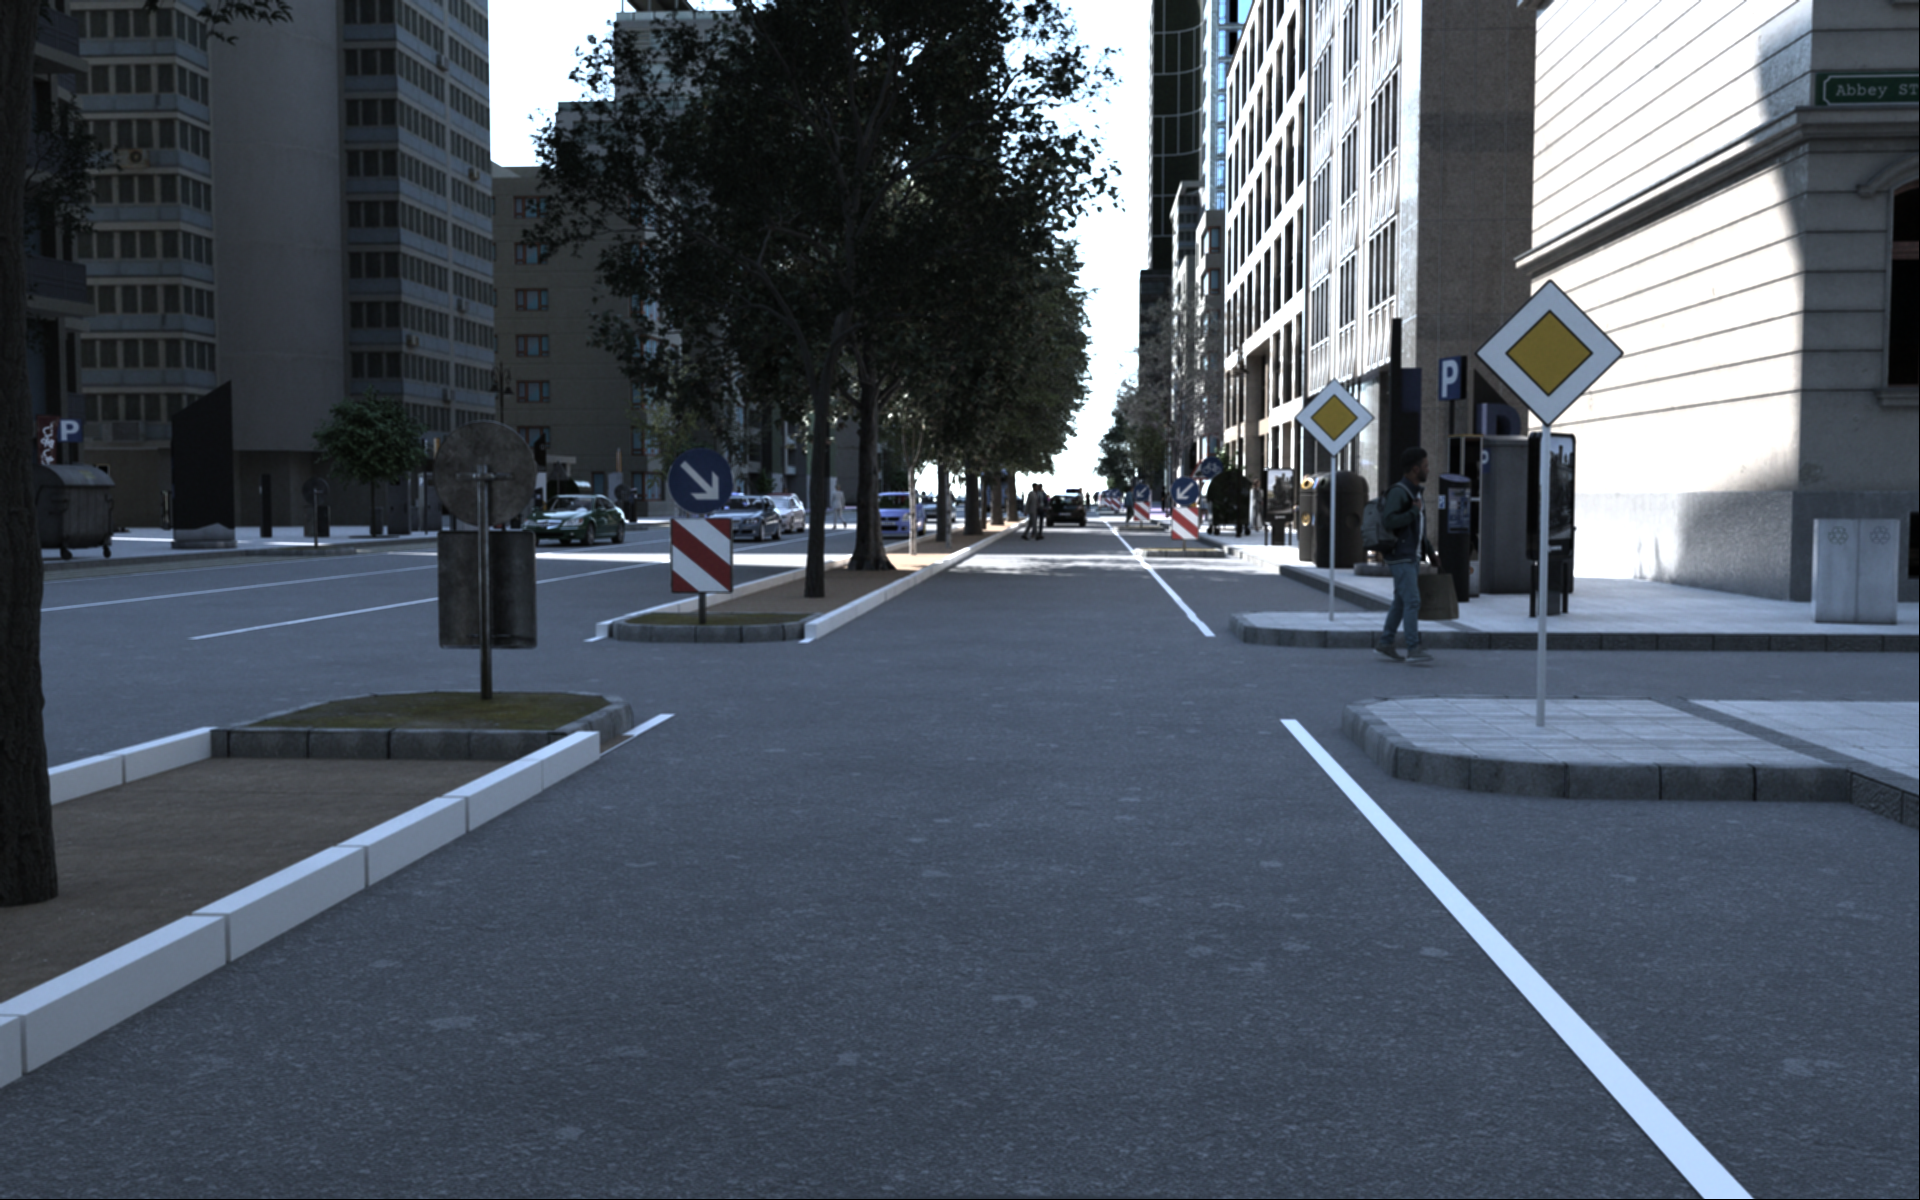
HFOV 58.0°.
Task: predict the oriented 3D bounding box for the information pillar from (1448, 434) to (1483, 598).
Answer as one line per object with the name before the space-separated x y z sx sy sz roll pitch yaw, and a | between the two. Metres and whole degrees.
information pillar | 6.259 -1.040 21.503 0.304 2.012 0.304 -1 4 -19

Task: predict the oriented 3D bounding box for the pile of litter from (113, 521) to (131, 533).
pile of litter | -28.468 -2.668 57.594 1.719 0.858 1.176 1 4 19

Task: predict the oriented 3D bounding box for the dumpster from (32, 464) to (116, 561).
dumpster | -17.681 -1.731 34.066 1.264 1.857 1.865 0 4 4

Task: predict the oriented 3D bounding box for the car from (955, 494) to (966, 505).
car | 0.412 -12.782 220.782 2.131 1.459 4.920 0 4 2

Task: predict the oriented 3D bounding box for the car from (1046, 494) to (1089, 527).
car | 4.759 -4.139 77.460 2.009 1.686 4.222 0 4 5

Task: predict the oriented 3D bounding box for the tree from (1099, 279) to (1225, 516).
tree | 12.421 -11.551 99.226 12.009 13.543 11.850 0 3 0

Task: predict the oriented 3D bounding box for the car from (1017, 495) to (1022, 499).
car | 5.593 -10.360 181.749 2.083 1.381 4.827 0 4 3

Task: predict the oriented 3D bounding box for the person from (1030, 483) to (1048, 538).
person | 2.581 -2.952 56.947 0.721 1.800 0.419 -1 4 -21

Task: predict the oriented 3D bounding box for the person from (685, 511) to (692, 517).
person | -8.422 -2.468 53.540 0.332 1.250 0.352 -3 5 -44

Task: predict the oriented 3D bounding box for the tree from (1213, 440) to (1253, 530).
tree | 9.351 -4.093 61.528 1.663 3.219 1.824 0 3 0

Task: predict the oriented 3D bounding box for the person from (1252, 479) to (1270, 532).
person | 10.308 -3.241 59.309 0.573 1.790 0.520 2 4 24

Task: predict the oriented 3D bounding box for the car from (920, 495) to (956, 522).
car | -1.223 -4.712 89.037 2.014 1.417 4.499 0 4 6

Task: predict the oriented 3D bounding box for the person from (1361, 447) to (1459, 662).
person | 3.818 -0.377 14.646 0.794 1.824 0.713 -3 5 -41

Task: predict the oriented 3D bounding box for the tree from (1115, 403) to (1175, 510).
tree | 14.989 -11.487 138.170 4.360 8.622 3.978 0 3 0

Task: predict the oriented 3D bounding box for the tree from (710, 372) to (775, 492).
tree | -13.223 -9.269 101.908 4.360 8.622 3.978 0 3 0

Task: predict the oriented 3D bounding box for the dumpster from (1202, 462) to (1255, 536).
dumpster | 8.412 -3.170 54.324 1.502 2.255 1.985 0 4 4

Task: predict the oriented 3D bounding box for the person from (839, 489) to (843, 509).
person | -10.261 -8.691 148.584 0.568 1.767 0.683 1 4 17

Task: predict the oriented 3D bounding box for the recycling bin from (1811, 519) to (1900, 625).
recycling bin | 8.980 -0.296 17.388 0.722 1.027 0.722 1 4 23

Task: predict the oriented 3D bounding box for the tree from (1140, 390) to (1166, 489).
tree | 18.275 -16.234 182.438 9.611 12.733 9.660 0 3 0

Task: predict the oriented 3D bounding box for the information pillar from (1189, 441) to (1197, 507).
information pillar | 10.249 -5.181 76.069 0.183 3.616 0.504 -2 4 -24

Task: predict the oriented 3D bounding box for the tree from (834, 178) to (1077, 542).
tree | -0.439 -7.988 51.192 7.486 12.596 7.792 0 3 0

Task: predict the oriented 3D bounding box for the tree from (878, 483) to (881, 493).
tree | -8.484 -10.781 170.874 1.663 3.219 1.824 0 3 0

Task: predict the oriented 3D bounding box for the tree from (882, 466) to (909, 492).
tree | -7.046 -12.734 191.922 4.285 4.588 4.351 0 3 0

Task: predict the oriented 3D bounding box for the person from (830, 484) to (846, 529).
person | -4.935 -3.791 70.358 0.514 1.842 0.818 -3 5 -42

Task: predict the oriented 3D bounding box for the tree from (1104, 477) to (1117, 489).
tree | 22.057 -16.004 245.376 4.285 4.588 4.351 0 3 0

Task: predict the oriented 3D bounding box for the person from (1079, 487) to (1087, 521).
person | 6.010 -4.688 85.503 0.624 1.780 0.694 0 4 5

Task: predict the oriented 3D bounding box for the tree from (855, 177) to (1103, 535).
tree | 0.464 -9.220 59.862 9.857 13.997 8.962 0 3 0

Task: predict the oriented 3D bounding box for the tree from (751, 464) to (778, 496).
tree | -12.805 -7.254 113.205 1.663 3.219 1.824 0 3 0

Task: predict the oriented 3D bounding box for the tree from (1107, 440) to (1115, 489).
tree | 15.852 -12.893 161.154 4.360 8.622 3.978 0 3 0

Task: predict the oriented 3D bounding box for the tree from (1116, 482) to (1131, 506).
tree | 19.192 -12.921 205.851 1.663 3.219 1.824 0 3 0

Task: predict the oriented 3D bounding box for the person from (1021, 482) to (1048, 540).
person | 2.267 -2.754 53.803 0.850 1.792 0.678 2 4 27

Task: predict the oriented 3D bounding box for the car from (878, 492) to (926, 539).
car | -2.126 -2.870 56.516 1.945 1.707 3.694 0 4 6

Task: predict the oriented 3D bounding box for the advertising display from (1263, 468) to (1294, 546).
advertising display | 7.896 -2.307 42.935 0.974 1.923 0.123 -3 4 -36

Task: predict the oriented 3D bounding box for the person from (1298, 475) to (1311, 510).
person | 8.856 -2.284 43.807 0.534 1.772 0.576 2 4 28

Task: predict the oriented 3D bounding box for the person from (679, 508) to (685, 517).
person | -15.710 -5.424 97.950 0.991 1.433 0.599 -1 4 -9

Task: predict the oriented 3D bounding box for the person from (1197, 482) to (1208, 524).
person | 10.489 -4.178 74.451 0.778 1.811 0.616 -3 5 -43

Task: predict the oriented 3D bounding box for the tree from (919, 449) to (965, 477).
tree | -2.849 -20.957 253.018 12.009 13.543 11.850 0 3 0

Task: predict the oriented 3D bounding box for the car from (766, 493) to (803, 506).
car | -8.866 -4.656 85.166 2.155 1.783 4.494 0 4 5

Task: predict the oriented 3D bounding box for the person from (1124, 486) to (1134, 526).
person | 7.388 -4.097 75.837 0.444 1.785 0.601 -1 4 -13

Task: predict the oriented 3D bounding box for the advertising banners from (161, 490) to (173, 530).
advertising banners | -27.687 -3.972 61.127 2.074 3.025 0.090 3 5 40

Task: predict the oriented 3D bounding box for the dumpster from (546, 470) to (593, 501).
dumpster | -15.457 -4.023 68.269 1.502 2.255 1.985 0 4 4

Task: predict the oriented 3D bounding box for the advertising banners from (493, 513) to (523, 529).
advertising banners | -17.018 -4.143 63.928 2.074 3.025 0.090 1 4 23

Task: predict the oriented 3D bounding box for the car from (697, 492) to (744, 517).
car | -9.186 -3.563 67.841 1.945 1.707 3.694 0 4 4

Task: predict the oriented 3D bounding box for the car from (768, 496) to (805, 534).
car | -6.857 -3.148 63.824 2.083 1.381 4.827 0 4 4

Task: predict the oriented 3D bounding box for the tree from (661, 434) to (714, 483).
tree | -14.314 -6.612 91.812 4.285 4.588 4.351 0 3 0

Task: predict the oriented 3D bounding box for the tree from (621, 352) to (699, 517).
tree | -14.412 -8.328 86.527 4.737 8.622 4.395 0 3 0

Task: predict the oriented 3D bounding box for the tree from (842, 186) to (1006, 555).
tree | -1.093 -5.320 39.803 4.360 8.622 3.978 0 3 0

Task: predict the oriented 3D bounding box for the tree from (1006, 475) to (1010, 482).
tree | -0.294 -5.636 44.964 4.360 8.622 3.978 0 3 0

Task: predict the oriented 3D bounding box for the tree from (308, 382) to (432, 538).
tree | -17.380 -4.122 51.115 4.285 4.588 4.351 0 3 0

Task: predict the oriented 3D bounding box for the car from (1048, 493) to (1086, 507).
car | 5.548 -4.936 89.494 1.959 1.807 4.718 0 4 2

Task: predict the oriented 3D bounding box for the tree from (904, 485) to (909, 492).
tree | -6.386 -13.269 211.545 1.663 3.219 1.824 0 3 0

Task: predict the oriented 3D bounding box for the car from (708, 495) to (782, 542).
car | -6.602 -2.513 53.089 2.014 1.417 4.499 0 4 5

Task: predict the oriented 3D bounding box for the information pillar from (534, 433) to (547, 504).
information pillar | -15.928 -4.553 65.802 0.183 3.616 0.504 3 5 43

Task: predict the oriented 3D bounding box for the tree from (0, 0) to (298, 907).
tree | -3.374 -4.193 5.433 8.767 10.594 7.601 0 4 4

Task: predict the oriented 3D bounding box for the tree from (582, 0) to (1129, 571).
tree | -1.717 -6.895 32.194 9.611 12.733 9.660 0 3 0

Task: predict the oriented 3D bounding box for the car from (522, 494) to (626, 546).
car | -10.853 -2.273 48.958 2.131 1.459 4.920 0 4 6

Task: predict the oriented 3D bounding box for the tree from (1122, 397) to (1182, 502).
tree | 13.309 -10.371 119.932 4.737 8.622 4.395 0 3 0

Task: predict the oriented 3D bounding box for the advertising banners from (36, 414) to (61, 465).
advertising banners | -20.533 -2.531 37.565 0.090 3.025 2.074 3 5 40

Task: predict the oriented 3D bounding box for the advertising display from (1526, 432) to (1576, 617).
advertising display | 6.241 -0.800 18.297 0.123 1.923 0.974 3 5 41

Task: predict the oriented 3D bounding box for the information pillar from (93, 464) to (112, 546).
information pillar | -21.217 -2.345 42.838 0.304 2.012 0.304 -3 5 -42
